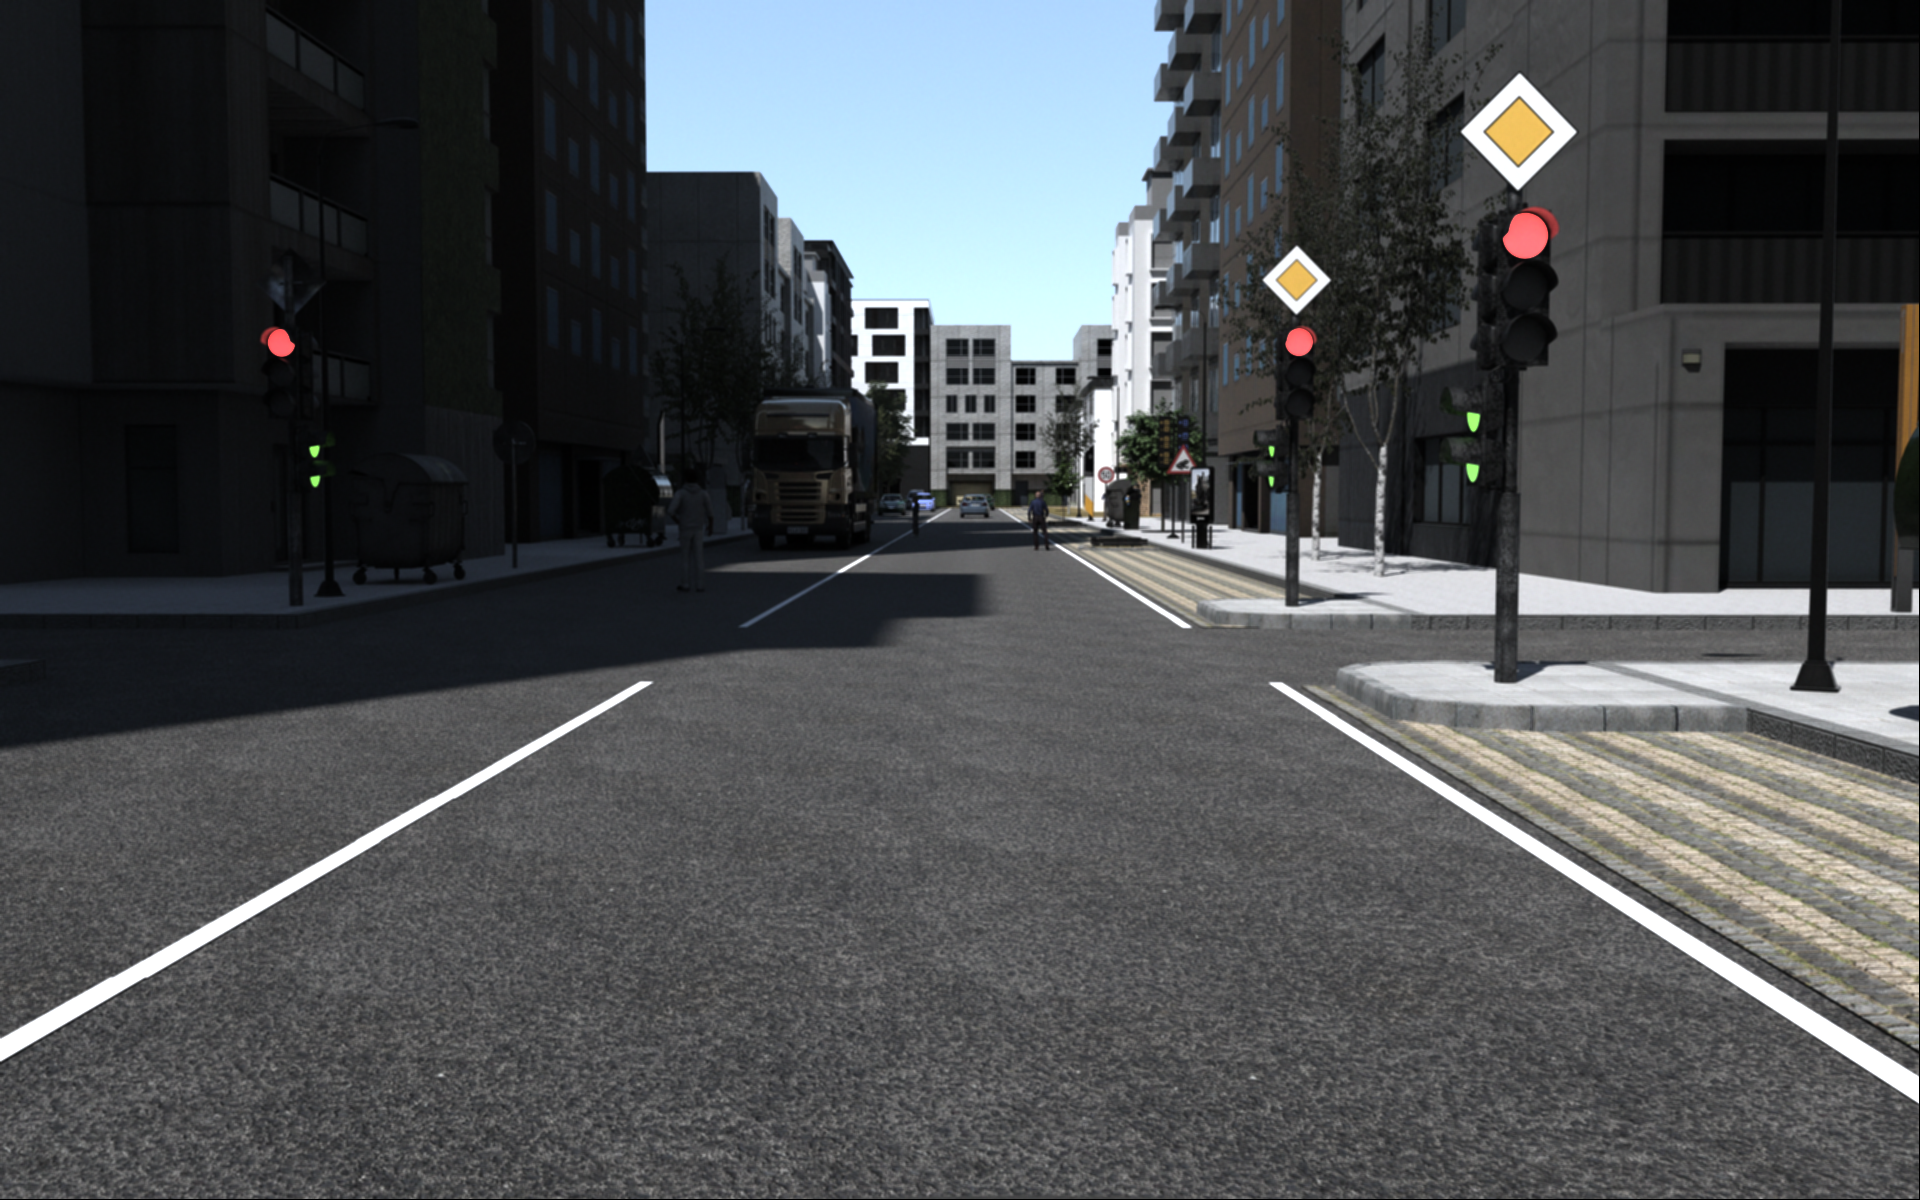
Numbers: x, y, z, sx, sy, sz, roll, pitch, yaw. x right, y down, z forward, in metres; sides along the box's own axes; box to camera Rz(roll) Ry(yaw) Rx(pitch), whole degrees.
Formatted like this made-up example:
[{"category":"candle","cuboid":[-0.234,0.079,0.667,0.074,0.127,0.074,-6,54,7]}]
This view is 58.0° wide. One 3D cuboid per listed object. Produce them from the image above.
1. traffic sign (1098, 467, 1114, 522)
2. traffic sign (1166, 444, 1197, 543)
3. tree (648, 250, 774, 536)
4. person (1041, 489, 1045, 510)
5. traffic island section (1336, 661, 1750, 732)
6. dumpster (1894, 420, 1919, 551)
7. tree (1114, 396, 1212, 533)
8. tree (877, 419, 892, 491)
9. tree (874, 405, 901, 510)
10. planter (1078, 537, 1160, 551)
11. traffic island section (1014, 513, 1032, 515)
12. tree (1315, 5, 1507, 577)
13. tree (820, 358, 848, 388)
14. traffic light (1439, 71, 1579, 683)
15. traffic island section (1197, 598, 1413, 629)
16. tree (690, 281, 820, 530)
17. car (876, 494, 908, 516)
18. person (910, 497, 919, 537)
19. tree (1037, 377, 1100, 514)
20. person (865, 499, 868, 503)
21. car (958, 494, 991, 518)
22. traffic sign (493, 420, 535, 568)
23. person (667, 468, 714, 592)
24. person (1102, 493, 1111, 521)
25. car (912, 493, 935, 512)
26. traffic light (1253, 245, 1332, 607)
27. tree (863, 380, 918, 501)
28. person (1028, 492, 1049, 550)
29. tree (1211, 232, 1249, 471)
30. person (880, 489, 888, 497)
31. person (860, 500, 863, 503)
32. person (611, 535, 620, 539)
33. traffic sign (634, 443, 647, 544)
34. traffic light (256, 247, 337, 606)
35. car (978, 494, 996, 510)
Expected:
[{"category":"traffic sign","cuboid":[6.821,-4.939,80.861,0.768,2.556,0.104,0,4,5]},{"category":"traffic sign","cuboid":[5.842,-2.772,45.329,0.884,2.594,0.081,0,4,8]},{"category":"tree","cuboid":[-7.766,-6.281,53.062,4.737,8.622,4.395,0,3,0]},{"category":"person","cuboid":[6.553,-8.051,138.596,0.530,1.710,0.541,0,4,5]},{"category":"traffic island section","cuboid":[3.742,0.640,11.812,2.009,0.180,2.903,0,4,1]},{"category":"dumpster","cuboid":[5.743,-0.358,8.339,1.502,2.255,1.985,0,4,1]},{"category":"tree","cuboid":[6.826,-4.558,58.242,4.285,4.588,4.351,0,3,0]},{"category":"tree","cuboid":[-7.204,-11.151,132.686,4.360,8.622,3.978,0,3,0]},{"category":"tree","cuboid":[-7.017,-11.823,143.674,4.737,8.622,4.395,0,3,0]},{"category":"planter","cuboid":[4.036,-1.426,44.454,1.991,0.319,1.994,0,4,1]},{"category":"traffic island section","cuboid":[4.761,-6.040,121.613,1.991,0.108,1.994,0,4,1]},{"category":"tree","cuboid":[6.555,-4.685,26.968,4.360,8.622,3.978,0,3,0]},{"category":"tree","cuboid":[-8.047,-8.519,89.644,4.360,8.622,3.978,0,3,0]},{"category":"traffic light","cuboid":[3.702,-1.393,11.698,0.839,4.253,0.868,0,4,1]},{"category":"traffic island section","cuboid":[3.816,0.152,19.796,2.009,0.180,2.903,0,4,1]},{"category":"tree","cuboid":[-7.425,-6.760,60.893,4.360,8.622,3.978,0,3,0]},{"category":"car","cuboid":[-4.577,-6.398,116.397,2.131,1.459,4.920,0,4,-1]},{"category":"person","cuboid":[-1.525,-2.795,58.109,0.340,1.345,0.435,0,4,-6]},{"category":"tree","cuboid":[6.861,-9.720,109.287,4.360,8.622,3.978,0,3,0]},{"category":"person","cuboid":[-5.661,-5.785,104.002,0.530,1.710,0.541,-1,4,-11]},{"category":"car","cuboid":[0.877,-5.724,105.592,2.014,1.417,4.499,0,4,0]},{"category":"traffic sign","cuboid":[-7.715,-1.825,29.945,0.768,2.556,0.104,0,4,8]},{"category":"person","cuboid":[-3.939,-1.029,25.480,0.875,1.805,0.789,-2,4,-25]},{"category":"person","cuboid":[6.920,-4.485,81.431,0.516,1.574,0.319,2,4,30]},{"category":"car","cuboid":[-2.950,-8.053,141.262,1.945,1.707,3.694,0,4,2]},{"category":"traffic light","cuboid":[3.776,-1.881,19.683,0.839,4.253,0.868,0,4,1]},{"category":"tree","cuboid":[-7.991,-15.534,172.108,7.486,12.596,7.792,0,3,0]},{"category":"person","cuboid":[2.084,-2.024,44.289,0.574,1.496,0.600,2,4,25]},{"category":"tree","cuboid":[6.883,-5.081,33.442,4.360,8.622,3.978,0,3,0]},{"category":"person","cuboid":[-7.251,-9.899,168.420,1.217,1.766,0.721,0,4,7]},{"category":"person","cuboid":[-4.232,-3.814,72.317,0.517,1.644,0.566,3,4,38]},{"category":"person","cuboid":[-9.527,-2.346,47.586,0.799,1.438,0.628,1,4,21]},{"category":"traffic sign","cuboid":[-8.215,-2.724,44.539,0.884,2.594,0.081,1,4,9]},{"category":"traffic light","cuboid":[-7.605,-1.887,19.773,0.839,4.253,0.868,0,4,1]},{"category":"car","cuboid":[2.149,-8.752,154.900,2.131,1.459,4.920,0,4,-1]}]
